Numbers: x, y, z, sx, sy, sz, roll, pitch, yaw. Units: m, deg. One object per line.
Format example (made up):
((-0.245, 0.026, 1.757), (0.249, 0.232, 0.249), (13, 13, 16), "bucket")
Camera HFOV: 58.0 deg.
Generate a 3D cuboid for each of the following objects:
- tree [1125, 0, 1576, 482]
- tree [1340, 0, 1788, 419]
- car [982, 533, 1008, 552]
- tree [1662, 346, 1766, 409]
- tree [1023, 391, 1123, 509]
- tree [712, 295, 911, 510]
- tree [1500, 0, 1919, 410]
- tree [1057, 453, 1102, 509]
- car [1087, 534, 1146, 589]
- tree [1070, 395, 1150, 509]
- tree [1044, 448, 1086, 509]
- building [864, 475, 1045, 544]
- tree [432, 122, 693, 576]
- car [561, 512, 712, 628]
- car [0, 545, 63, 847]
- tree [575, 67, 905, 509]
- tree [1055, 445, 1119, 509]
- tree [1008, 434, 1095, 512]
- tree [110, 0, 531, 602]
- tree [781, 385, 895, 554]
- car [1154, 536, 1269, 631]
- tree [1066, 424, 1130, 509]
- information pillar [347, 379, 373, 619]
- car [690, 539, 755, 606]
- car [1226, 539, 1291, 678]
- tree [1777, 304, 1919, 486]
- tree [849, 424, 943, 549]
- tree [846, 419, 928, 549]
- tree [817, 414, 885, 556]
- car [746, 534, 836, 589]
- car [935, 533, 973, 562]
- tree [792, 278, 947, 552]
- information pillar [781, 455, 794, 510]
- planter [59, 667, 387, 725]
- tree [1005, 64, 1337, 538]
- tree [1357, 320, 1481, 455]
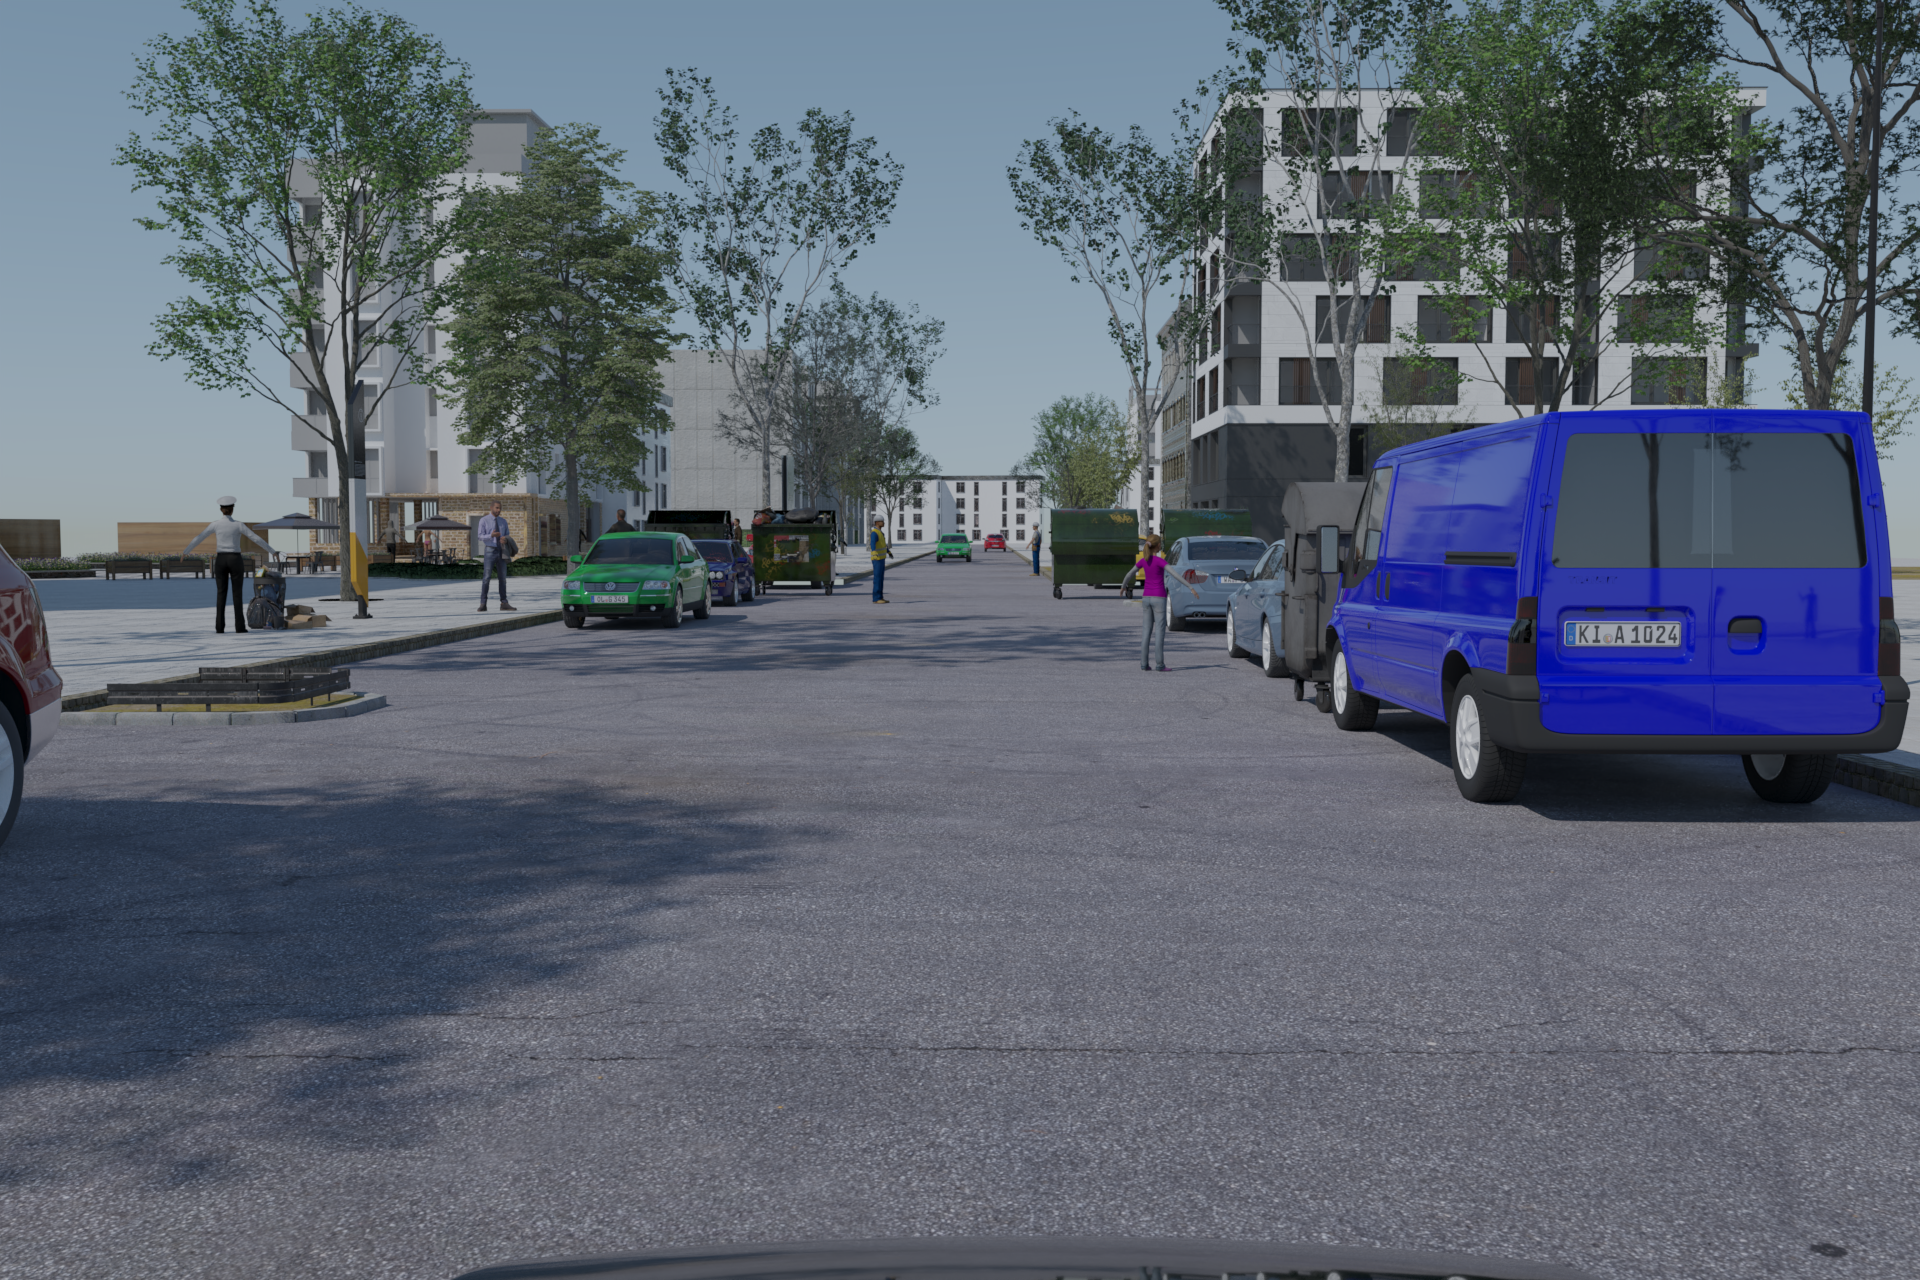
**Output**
((11.086, -11.763, 48.222), (12.611, 20.169, 13.585), (0, 3, 0), "tree")
((10.540, -6.443, 31.105), (9.928, 11.665, 9.643), (0, 3, 0), "tree")
((2.862, -8.056, 140.760), (2.155, 1.783, 4.494), (0, 4, 1), "car")
((29.142, -7.121, 66.784), (4.737, 8.622, 4.395), (0, 3, 0), "tree")
((8.304, -12.277, 126.489), (9.928, 11.665, 9.643), (0, 3, 0), "tree")
((-7.583, -10.961, 89.585), (12.009, 13.543, 11.850), (0, 3, 0), "tree")
((9.563, -5.213, 19.644), (7.601, 10.594, 8.767), (-2, 4, -28), "tree")
((9.462, -11.388, 136.552), (4.737, 8.622, 4.395), (0, 3, 0), "tree")
((4.332, -2.218, 46.489), (2.015, 1.641, 3.980), (0, 4, 0), "car")
((8.209, -8.651, 91.809), (4.737, 8.622, 4.395), (0, 3, 0), "tree")
((9.026, -11.936, 145.518), (4.360, 8.622, 3.978), (0, 3, 0), "tree")
((-2.458, -18.375, 245.033), (28.070, 9.664, 9.099), (1, 4, 10), "building")
((-11.067, -7.952, 48.135), (7.486, 12.596, 7.792), (0, 3, 0), "tree")
((-5.134, -1.164, 27.824), (1.959, 1.807, 4.718), (0, 4, 1), "car")
((-5.259, 0.167, 5.949), (2.281, 1.827, 5.304), (0, 4, 1), "car")
((-9.454, -13.226, 72.132), (12.611, 20.169, 13.585), (0, 3, 0), "tree")
((17.737, -20.600, 243.460), (9.857, 13.997, 8.962), (0, 3, 0), "tree")
((8.789, -13.403, 153.551), (8.767, 10.594, 7.601), (-1, 4, -22), "tree")
((-11.762, -6.552, 32.875), (9.928, 11.665, 9.643), (0, 3, 0), "tree")
((-7.732, -10.682, 109.059), (7.601, 10.594, 8.767), (-1, 4, -22), "tree")
((3.944, -0.903, 26.767), (2.014, 1.417, 4.499), (0, 4, 1), "car")
((9.018, -10.073, 115.056), (4.737, 8.622, 4.395), (0, 3, 0), "tree")
((-9.069, -2.125, 26.102), (0.183, 3.616, 0.504), (0, 4, 2), "information pillar")
((-5.261, -1.404, 35.542), (1.945, 1.354, 3.894), (0, 4, 1), "car")
((3.950, -0.401, 18.551), (2.014, 1.417, 4.499), (0, 4, 1), "car")
((27.828, -6.396, 54.939), (4.737, 8.622, 4.395), (0, 3, 0), "tree")
((-5.881, -12.814, 143.917), (8.767, 10.594, 7.601), (-1, 4, -17), "tree")
((-6.343, -13.975, 154.244), (9.928, 11.665, 9.643), (0, 3, 0), "tree")
((-6.891, -9.179, 100.443), (4.360, 8.622, 3.978), (0, 3, 0), "tree")
((-4.550, -2.336, 46.868), (2.281, 1.827, 5.304), (0, 4, 1), "car")
((-0.299, -4.898, 88.882), (1.959, 1.807, 4.718), (0, 4, 1), "car")
((-6.938, -16.617, 127.575), (12.611, 20.169, 13.585), (0, 3, 0), "tree")
((-5.177, -3.721, 52.152), (0.184, 3.620, 1.656), (0, 4, 1), "information pillar")
((-5.778, 0.440, 13.953), (1.991, 0.319, 1.994), (0, 4, 1), "planter")
((8.829, -13.062, 69.457), (12.611, 20.169, 13.585), (0, 3, 0), "tree")
((15.275, -6.697, 59.858), (4.360, 8.622, 3.978), (0, 3, 0), "tree")
